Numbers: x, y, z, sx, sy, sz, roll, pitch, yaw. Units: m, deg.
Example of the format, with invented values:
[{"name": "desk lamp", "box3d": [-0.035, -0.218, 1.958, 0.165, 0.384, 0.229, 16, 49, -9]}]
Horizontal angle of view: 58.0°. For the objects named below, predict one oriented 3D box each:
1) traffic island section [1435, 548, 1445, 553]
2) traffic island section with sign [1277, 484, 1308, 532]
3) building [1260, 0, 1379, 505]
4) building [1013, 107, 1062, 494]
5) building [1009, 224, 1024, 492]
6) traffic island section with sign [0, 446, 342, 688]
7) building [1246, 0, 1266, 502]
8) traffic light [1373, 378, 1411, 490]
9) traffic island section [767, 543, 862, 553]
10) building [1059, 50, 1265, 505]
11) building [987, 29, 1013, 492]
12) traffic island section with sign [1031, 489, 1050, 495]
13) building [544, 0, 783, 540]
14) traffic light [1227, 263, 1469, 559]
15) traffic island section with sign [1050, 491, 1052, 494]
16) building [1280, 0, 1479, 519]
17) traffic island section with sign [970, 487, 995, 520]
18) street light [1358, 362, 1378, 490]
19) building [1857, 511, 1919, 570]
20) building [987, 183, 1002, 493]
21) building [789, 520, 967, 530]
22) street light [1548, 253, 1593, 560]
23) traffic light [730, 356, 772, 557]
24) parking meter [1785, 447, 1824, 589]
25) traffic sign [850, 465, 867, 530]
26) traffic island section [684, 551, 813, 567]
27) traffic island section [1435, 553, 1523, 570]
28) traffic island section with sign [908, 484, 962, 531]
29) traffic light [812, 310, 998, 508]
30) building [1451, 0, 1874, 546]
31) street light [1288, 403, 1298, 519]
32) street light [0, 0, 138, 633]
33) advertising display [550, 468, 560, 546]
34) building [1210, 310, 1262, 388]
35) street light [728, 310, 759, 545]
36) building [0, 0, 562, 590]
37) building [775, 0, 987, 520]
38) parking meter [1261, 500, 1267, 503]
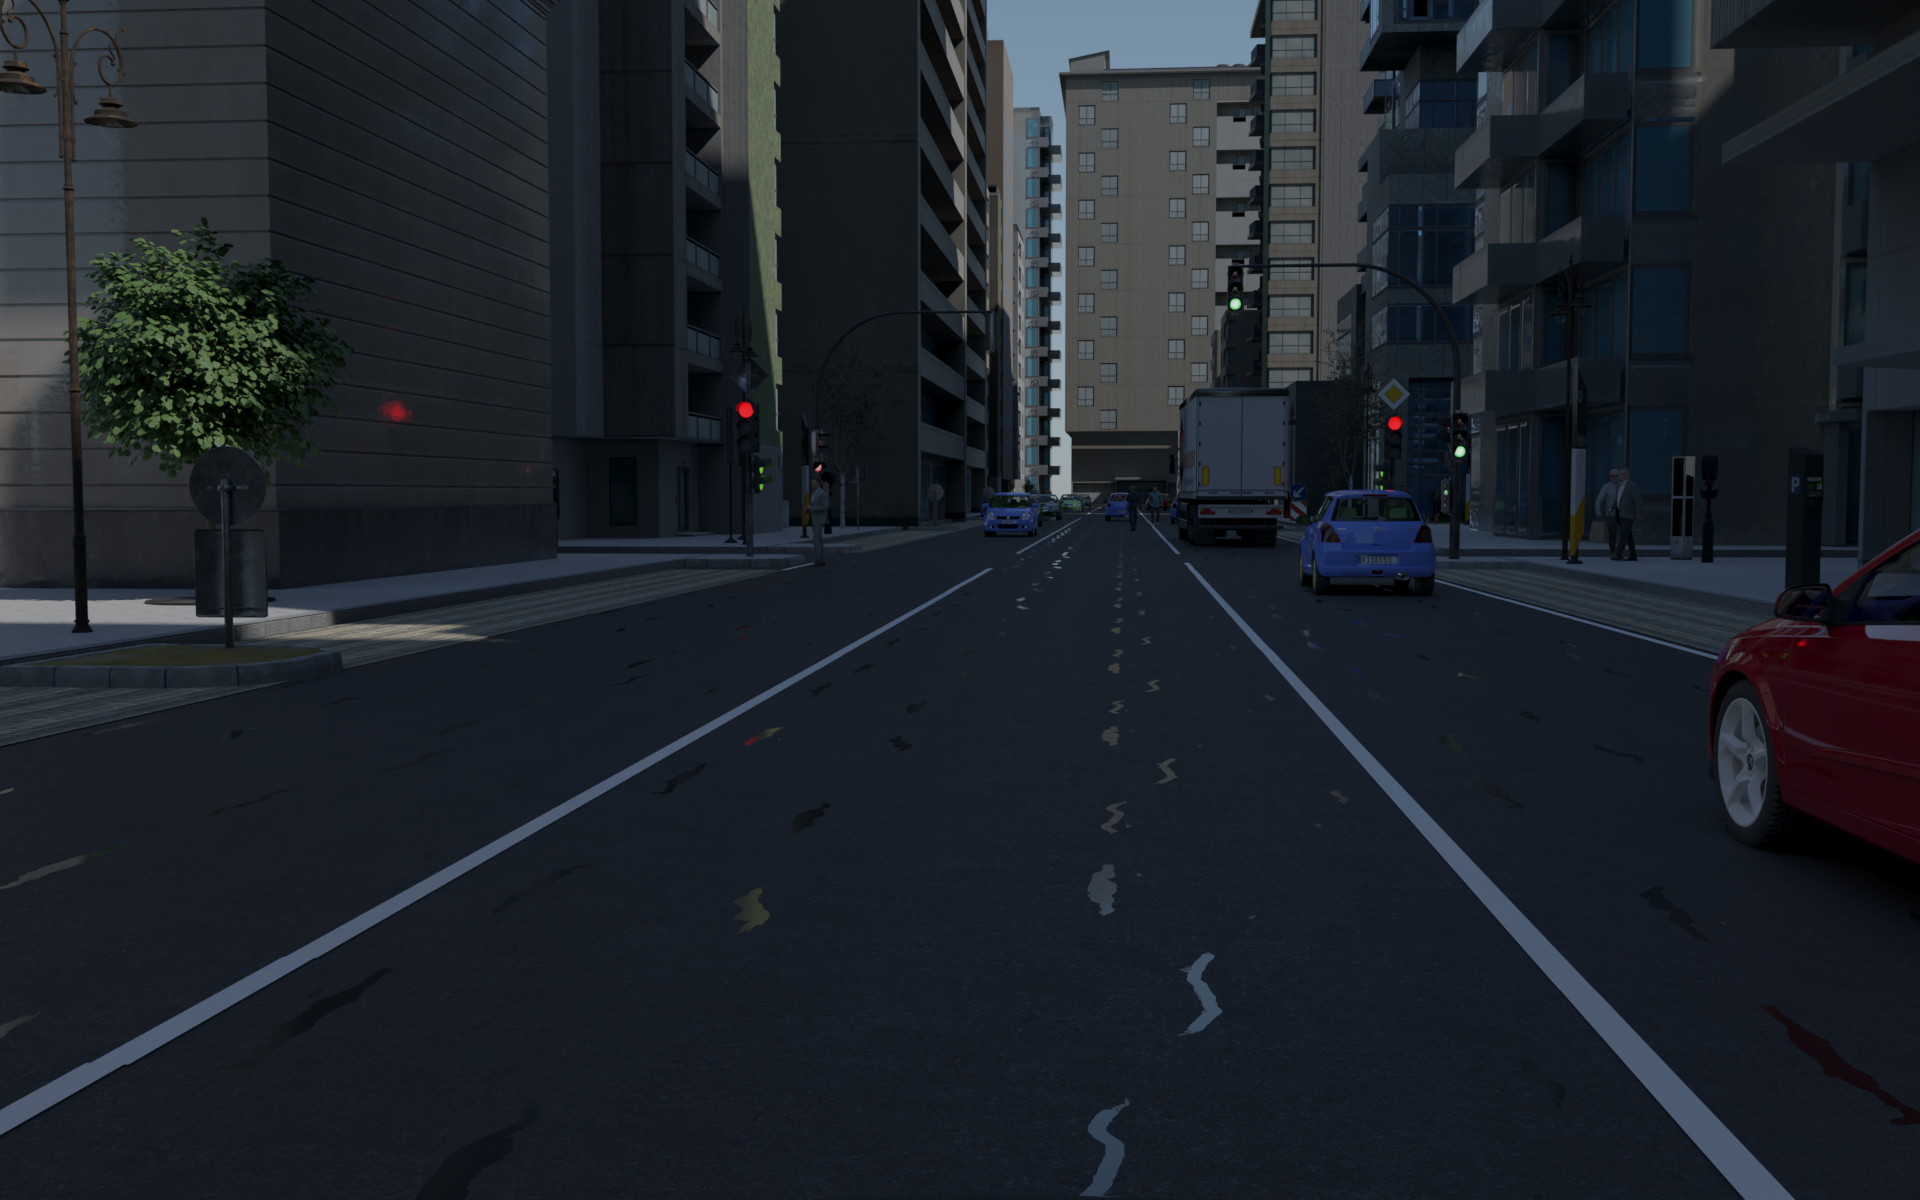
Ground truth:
[{"name": "traffic island section", "box3d": [10.504, -1.212, 42.099, 2.009, 0.180, 2.903, 0, 4, 5]}, {"name": "traffic island section with sign", "box3d": [12.824, -3.545, 66.588, 1.989, 1.847, 2.006, 0, 4, 5]}, {"name": "building", "box3d": [29.005, -27.047, 125.812, 14.154, 41.232, 14.086, 0, 4, 5]}, {"name": "building", "box3d": [-2.671, -36.374, 214.325, 30.456, 49.044, 23.786, 0, 4, 5]}, {"name": "building", "box3d": [-0.188, -25.427, 187.435, 14.107, 30.474, 14.160, 0, 4, 5]}, {"name": "traffic island section with sign", "box3d": [-6.045, -0.307, 13.649, 1.989, 1.847, 2.006, 0, 4, 5]}, {"name": "building", "box3d": [35.902, -30.090, 146.588, 22.147, 44.769, 28.867, 0, 4, 5]}, {"name": "traffic light", "box3d": [10.465, -3.246, 41.988, 0.839, 4.253, 0.868, 0, 4, 5]}, {"name": "traffic island section", "box3d": [-3.574, -1.293, 43.426, 2.009, 0.180, 2.903, 0, 4, 5]}, {"name": "building", "box3d": [26.426, -38.221, 214.152, 27.495, 52.752, 28.713, 0, 4, 5]}, {"name": "building", "box3d": [-2.168, -31.760, 169.392, 14.600, 45.320, 14.200, 0, 4, 5]}, {"name": "traffic island section with sign", "box3d": [6.301, -8.323, 144.707, 1.989, 1.847, 2.006, 0, 4, 5]}, {"name": "building", "box3d": [-13.748, -22.560, 52.455, 14.154, 41.232, 14.086, 0, 4, 5]}, {"name": "traffic light", "box3d": [7.625, -3.635, 34.093, 4.771, 5.953, 1.251, 0, 4, 5]}, {"name": "traffic island section with sign", "box3d": [8.858, -9.973, 171.690, 1.989, 1.847, 2.006, 0, 4, 5]}, {"name": "building", "box3d": [29.698, -47.545, 90.036, 22.319, 86.520, 31.000, 0, 4, 5]}, {"name": "traffic island section with sign", "box3d": [1.605, -5.266, 94.726, 1.989, 1.847, 2.006, 0, 4, 5]}, {"name": "street light", "box3d": [14.282, -5.380, 60.743, 0.468, 5.910, 1.993, 0, 4, 5]}, {"name": "building", "box3d": [24.556, -25.950, 13.518, 28.713, 52.752, 27.495, 0, 4, 5]}, {"name": "building", "box3d": [-3.751, -23.493, 155.804, 14.160, 30.474, 14.107, 0, 4, 5]}, {"name": "building", "box3d": [-11.252, -27.780, 77.906, 21.300, 48.544, 21.600, 0, 4, 5]}, {"name": "street light", "box3d": [11.753, -3.712, 33.482, 0.468, 5.910, 1.993, 0, 4, 5]}, {"name": "traffic light", "box3d": [-4.285, -2.839, 35.337, 0.839, 4.253, 0.868, 0, 4, 5]}, {"name": "parking meter", "box3d": [10.446, -0.961, 21.425, 0.255, 1.863, 0.399, 0, 4, -8]}, {"name": "traffic sign", "box3d": [-3.593, -3.607, 61.102, 0.606, 2.300, 0.079, 1, 4, 10]}, {"name": "traffic island section", "box3d": [-4.324, -0.807, 35.476, 2.009, 0.180, 2.903, 0, 4, 5]}, {"name": "traffic island section", "box3d": [9.755, -0.726, 34.149, 2.009, 0.180, 2.903, 0, 4, 5]}, {"name": "traffic island section with sign", "box3d": [-0.938, -3.625, 67.890, 1.989, 1.847, 2.006, 0, 4, 5]}, {"name": "traffic light", "box3d": [-1.445, -4.187, 43.126, 4.771, 5.953, 1.251, 0, 4, 5]}, {"name": "building", "box3d": [30.167, -26.328, 50.073, 30.456, 49.044, 23.786, 0, 4, 5]}, {"name": "street light", "box3d": [16.825, -7.040, 87.897, 0.468, 5.910, 1.993, 0, 4, 5]}, {"name": "street light", "box3d": [-8.143, -2.636, 15.888, 0.468, 5.910, 1.993, 0, 4, 5]}, {"name": "advertising display", "box3d": [-10.421, -2.312, 43.012, 0.974, 1.923, 0.123, 1, 4, 11]}, {"name": "building", "box3d": [40.055, -20.234, 175.864, 27.650, 21.520, 28.899, 0, 4, 5]}, {"name": "street light", "box3d": [-5.442, -4.338, 43.712, 0.468, 5.910, 1.993, 0, 4, 5]}, {"name": "building", "box3d": [-20.630, -14.191, 29.280, 25.104, 27.353, 12.463, 0, 4, 5]}, {"name": "building", "box3d": [-9.773, -29.587, 107.443, 21.300, 48.544, 21.600, 0, 4, 5]}, {"name": "parking meter", "box3d": [17.450, -5.558, 99.284, 0.372, 1.533, 0.369, 0, 3, 0]}]
